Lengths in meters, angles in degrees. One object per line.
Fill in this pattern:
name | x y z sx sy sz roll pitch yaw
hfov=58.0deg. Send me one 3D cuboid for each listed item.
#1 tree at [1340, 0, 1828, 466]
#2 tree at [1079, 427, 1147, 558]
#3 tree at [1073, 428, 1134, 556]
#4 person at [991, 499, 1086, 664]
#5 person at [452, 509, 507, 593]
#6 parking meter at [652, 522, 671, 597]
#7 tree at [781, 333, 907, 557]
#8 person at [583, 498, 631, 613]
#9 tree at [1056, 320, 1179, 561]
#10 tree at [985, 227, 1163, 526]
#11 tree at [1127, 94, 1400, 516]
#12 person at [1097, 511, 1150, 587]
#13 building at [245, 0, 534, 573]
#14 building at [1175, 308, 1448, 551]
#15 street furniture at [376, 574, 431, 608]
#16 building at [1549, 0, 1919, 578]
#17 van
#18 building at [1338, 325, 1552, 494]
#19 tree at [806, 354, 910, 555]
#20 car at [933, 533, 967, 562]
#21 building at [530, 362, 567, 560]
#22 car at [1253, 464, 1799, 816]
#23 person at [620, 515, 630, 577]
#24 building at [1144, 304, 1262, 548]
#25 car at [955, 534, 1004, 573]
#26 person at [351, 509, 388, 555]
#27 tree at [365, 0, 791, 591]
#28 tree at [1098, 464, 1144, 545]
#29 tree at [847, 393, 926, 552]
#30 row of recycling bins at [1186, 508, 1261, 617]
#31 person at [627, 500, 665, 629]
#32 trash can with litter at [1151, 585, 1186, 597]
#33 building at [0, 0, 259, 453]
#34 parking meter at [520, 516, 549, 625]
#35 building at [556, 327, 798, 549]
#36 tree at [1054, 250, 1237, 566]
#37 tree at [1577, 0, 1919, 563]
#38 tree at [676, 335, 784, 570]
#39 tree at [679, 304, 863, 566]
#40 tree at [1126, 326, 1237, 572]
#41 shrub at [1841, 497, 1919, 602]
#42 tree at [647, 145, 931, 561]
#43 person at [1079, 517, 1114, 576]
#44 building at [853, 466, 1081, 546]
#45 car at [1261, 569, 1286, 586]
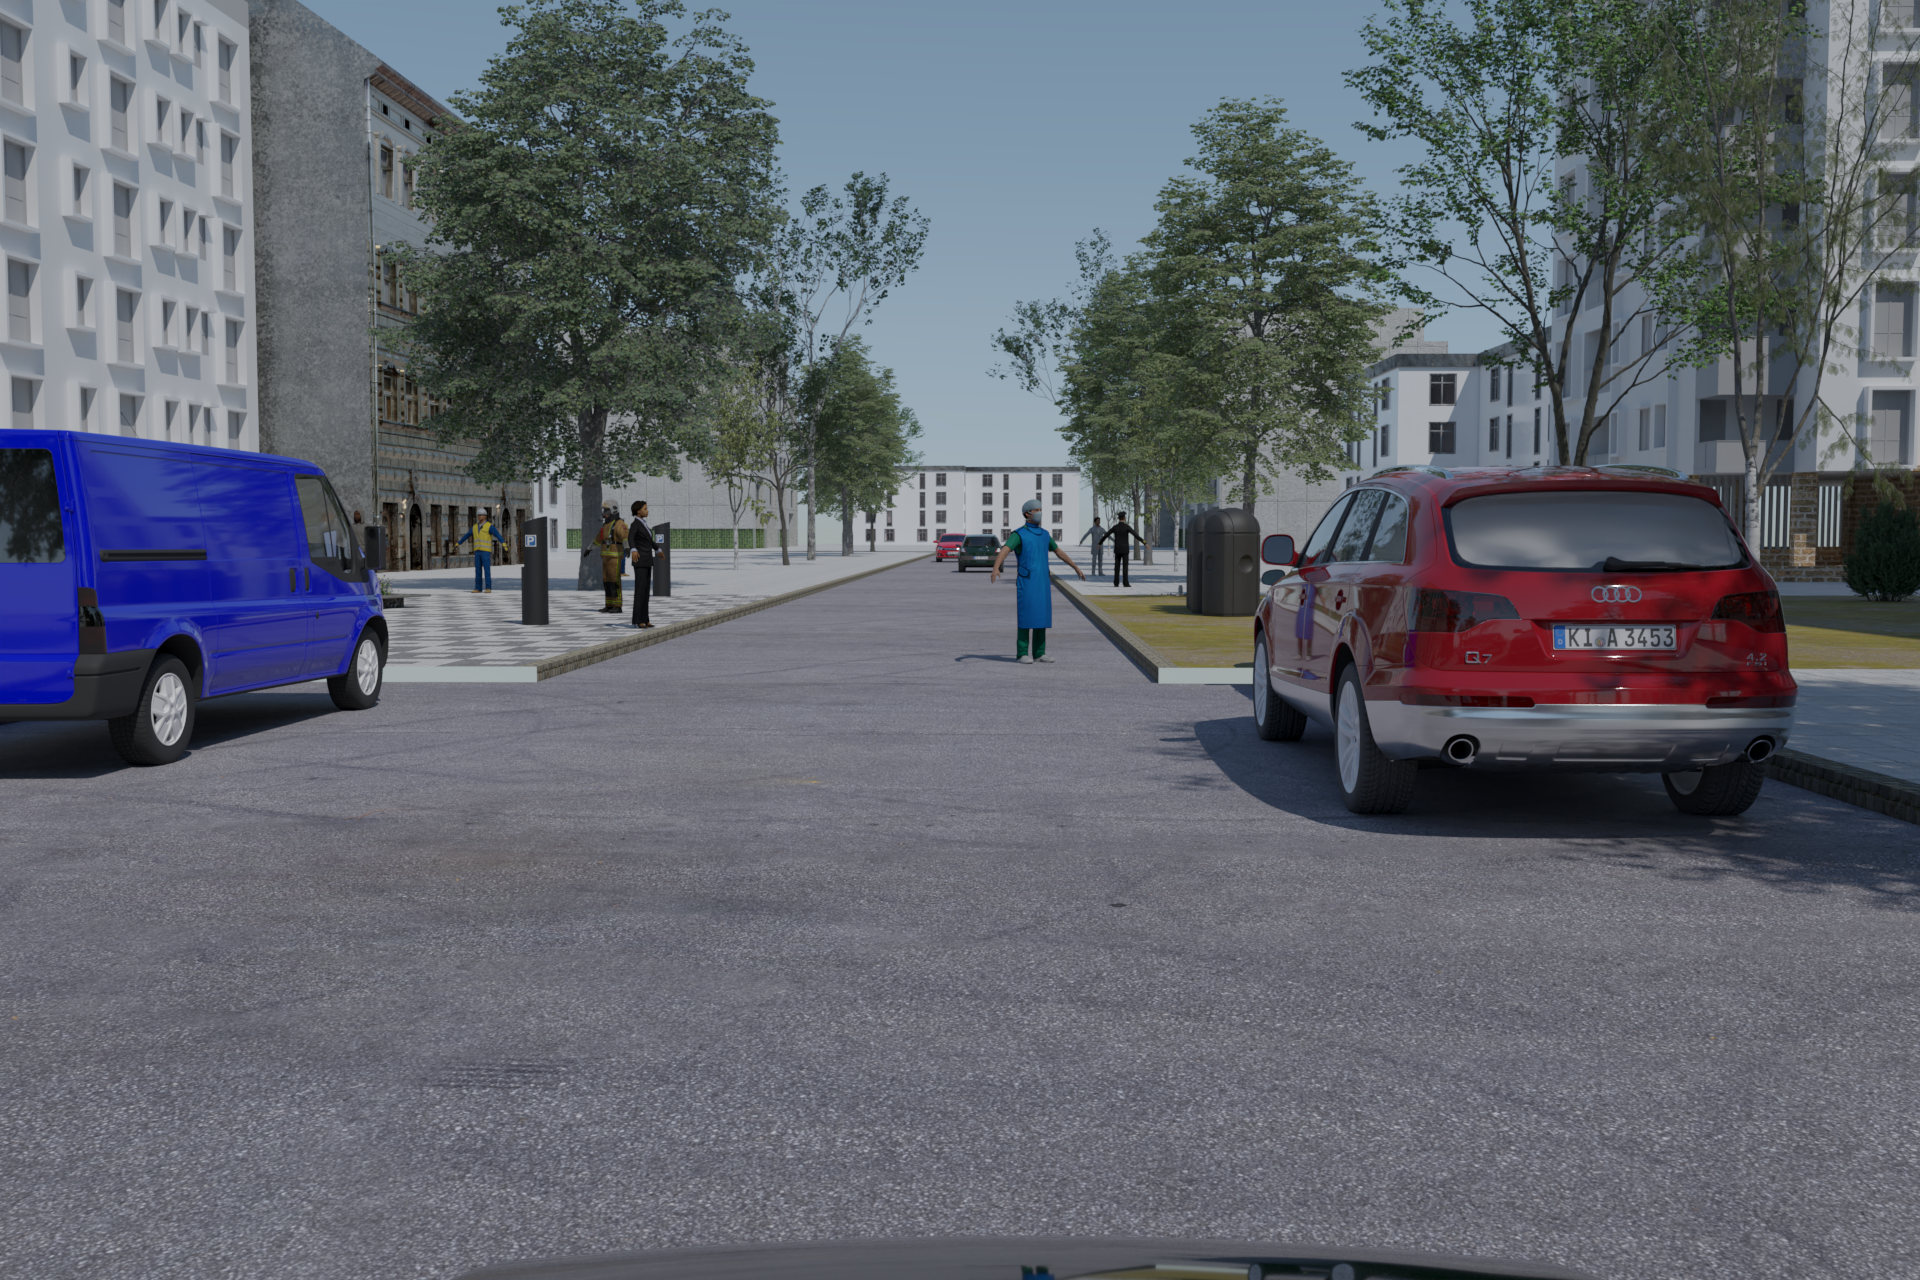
tree | 10.482 -6.343 29.468 9.928 11.665 9.643 0 3 0
tree | 7.991 -8.666 92.044 4.360 8.622 3.978 0 3 0
tree | 8.744 -9.180 100.452 4.360 8.622 3.978 0 3 0
person | 0.827 -0.651 19.225 1.347 1.817 0.704 -3 4 -38
person | -10.380 -1.934 37.590 1.349 1.833 0.705 1 4 17
parking meter | -6.124 -1.658 35.518 0.372 1.533 0.369 0 3 0
tree | -6.656 -11.001 97.997 7.486 12.596 7.792 0 3 0
person | -5.674 -1.367 28.113 0.705 1.858 1.354 -3 5 -42
tree | 8.502 -9.659 83.673 9.928 11.665 9.643 0 3 0
tree | 7.850 -15.541 109.989 12.611 20.169 13.585 0 3 0
tree | 7.876 -7.788 45.469 7.486 12.596 7.792 0 3 0
person | 3.910 -2.193 41.787 1.347 1.837 0.705 2 4 24
building | -27.853 -14.310 64.900 19.493 23.208 18.063 0 4 2
building | 28.007 -16.989 144.223 16.747 18.905 31.486 0 4 1
street furniture | -12.756 -1.342 28.795 9.812 1.723 11.010 2 4 27
building | 25.593 -12.354 58.405 16.016 20.090 11.380 0 4 1
van | -5.793 -0.491 12.408 2.240 2.365 5.245 0 4 1
building | 24.818 -8.473 80.673 9.099 9.664 28.070 0 4 2
tree | -6.596 -11.652 108.636 7.486 12.596 7.792 0 3 0
car | -0.301 -4.900 89.158 2.155 1.783 4.494 0 4 2
building | -24.975 -9.071 90.460 9.099 9.664 28.070 0 4 2
car | 3.039 -0.104 10.378 2.281 1.827 5.304 0 4 2
person | -10.194 -2.837 52.237 0.705 1.847 1.347 1 4 22
building | 28.474 -20.947 173.413 19.493 23.208 18.063 0 4 2
car | 0.814 -3.416 65.643 2.009 1.686 4.222 0 4 1
person | -12.555 -1.839 36.192 1.348 1.813 0.705 0 4 8
tree | -8.510 -8.106 39.187 9.857 13.997 8.962 0 3 0
tree | 20.235 -17.393 210.134 9.928 11.665 9.643 0 3 0
tree | -6.195 -12.108 123.724 9.928 11.665 9.643 0 3 0
row of recycling bins | 4.254 -1.306 28.465 1.069 1.692 3.534 0 4 2
person | -4.258 -1.031 23.580 0.721 1.740 1.216 0 4 8
trash can with litter | 4.828 -1.492 35.446 1.678 1.210 2.233 0 4 0
building | -27.535 -11.335 41.755 16.016 20.090 11.380 0 4 1
parking meter | -6.008 -0.982 24.466 0.372 1.533 0.369 0 3 0
building | -25.625 -18.175 163.615 16.747 18.905 31.486 0 4 2
tree | 7.246 -9.302 70.221 7.486 12.596 7.792 0 3 0
tree | 7.951 -4.108 17.526 4.360 8.622 3.978 0 3 0
tree | -7.955 -6.763 60.933 4.737 8.622 4.395 0 3 0
tree | -7.382 -8.327 70.567 7.601 10.594 8.767 2 4 29
tree | 7.423 -6.636 58.857 4.737 8.622 4.395 0 3 0
shrub | 17.702 -1.751 33.052 1.690 2.028 1.600 0 3 0
tree | -8.630 -13.943 83.857 12.611 20.169 13.585 0 3 0
person | 4.236 -2.876 53.214 1.347 1.806 0.705 -1 4 -22
building | 0.724 -16.398 212.705 28.070 9.664 9.099 0 4 4
car | 3.691 -0.349 15.293 1.945 1.707 3.694 0 4 1
